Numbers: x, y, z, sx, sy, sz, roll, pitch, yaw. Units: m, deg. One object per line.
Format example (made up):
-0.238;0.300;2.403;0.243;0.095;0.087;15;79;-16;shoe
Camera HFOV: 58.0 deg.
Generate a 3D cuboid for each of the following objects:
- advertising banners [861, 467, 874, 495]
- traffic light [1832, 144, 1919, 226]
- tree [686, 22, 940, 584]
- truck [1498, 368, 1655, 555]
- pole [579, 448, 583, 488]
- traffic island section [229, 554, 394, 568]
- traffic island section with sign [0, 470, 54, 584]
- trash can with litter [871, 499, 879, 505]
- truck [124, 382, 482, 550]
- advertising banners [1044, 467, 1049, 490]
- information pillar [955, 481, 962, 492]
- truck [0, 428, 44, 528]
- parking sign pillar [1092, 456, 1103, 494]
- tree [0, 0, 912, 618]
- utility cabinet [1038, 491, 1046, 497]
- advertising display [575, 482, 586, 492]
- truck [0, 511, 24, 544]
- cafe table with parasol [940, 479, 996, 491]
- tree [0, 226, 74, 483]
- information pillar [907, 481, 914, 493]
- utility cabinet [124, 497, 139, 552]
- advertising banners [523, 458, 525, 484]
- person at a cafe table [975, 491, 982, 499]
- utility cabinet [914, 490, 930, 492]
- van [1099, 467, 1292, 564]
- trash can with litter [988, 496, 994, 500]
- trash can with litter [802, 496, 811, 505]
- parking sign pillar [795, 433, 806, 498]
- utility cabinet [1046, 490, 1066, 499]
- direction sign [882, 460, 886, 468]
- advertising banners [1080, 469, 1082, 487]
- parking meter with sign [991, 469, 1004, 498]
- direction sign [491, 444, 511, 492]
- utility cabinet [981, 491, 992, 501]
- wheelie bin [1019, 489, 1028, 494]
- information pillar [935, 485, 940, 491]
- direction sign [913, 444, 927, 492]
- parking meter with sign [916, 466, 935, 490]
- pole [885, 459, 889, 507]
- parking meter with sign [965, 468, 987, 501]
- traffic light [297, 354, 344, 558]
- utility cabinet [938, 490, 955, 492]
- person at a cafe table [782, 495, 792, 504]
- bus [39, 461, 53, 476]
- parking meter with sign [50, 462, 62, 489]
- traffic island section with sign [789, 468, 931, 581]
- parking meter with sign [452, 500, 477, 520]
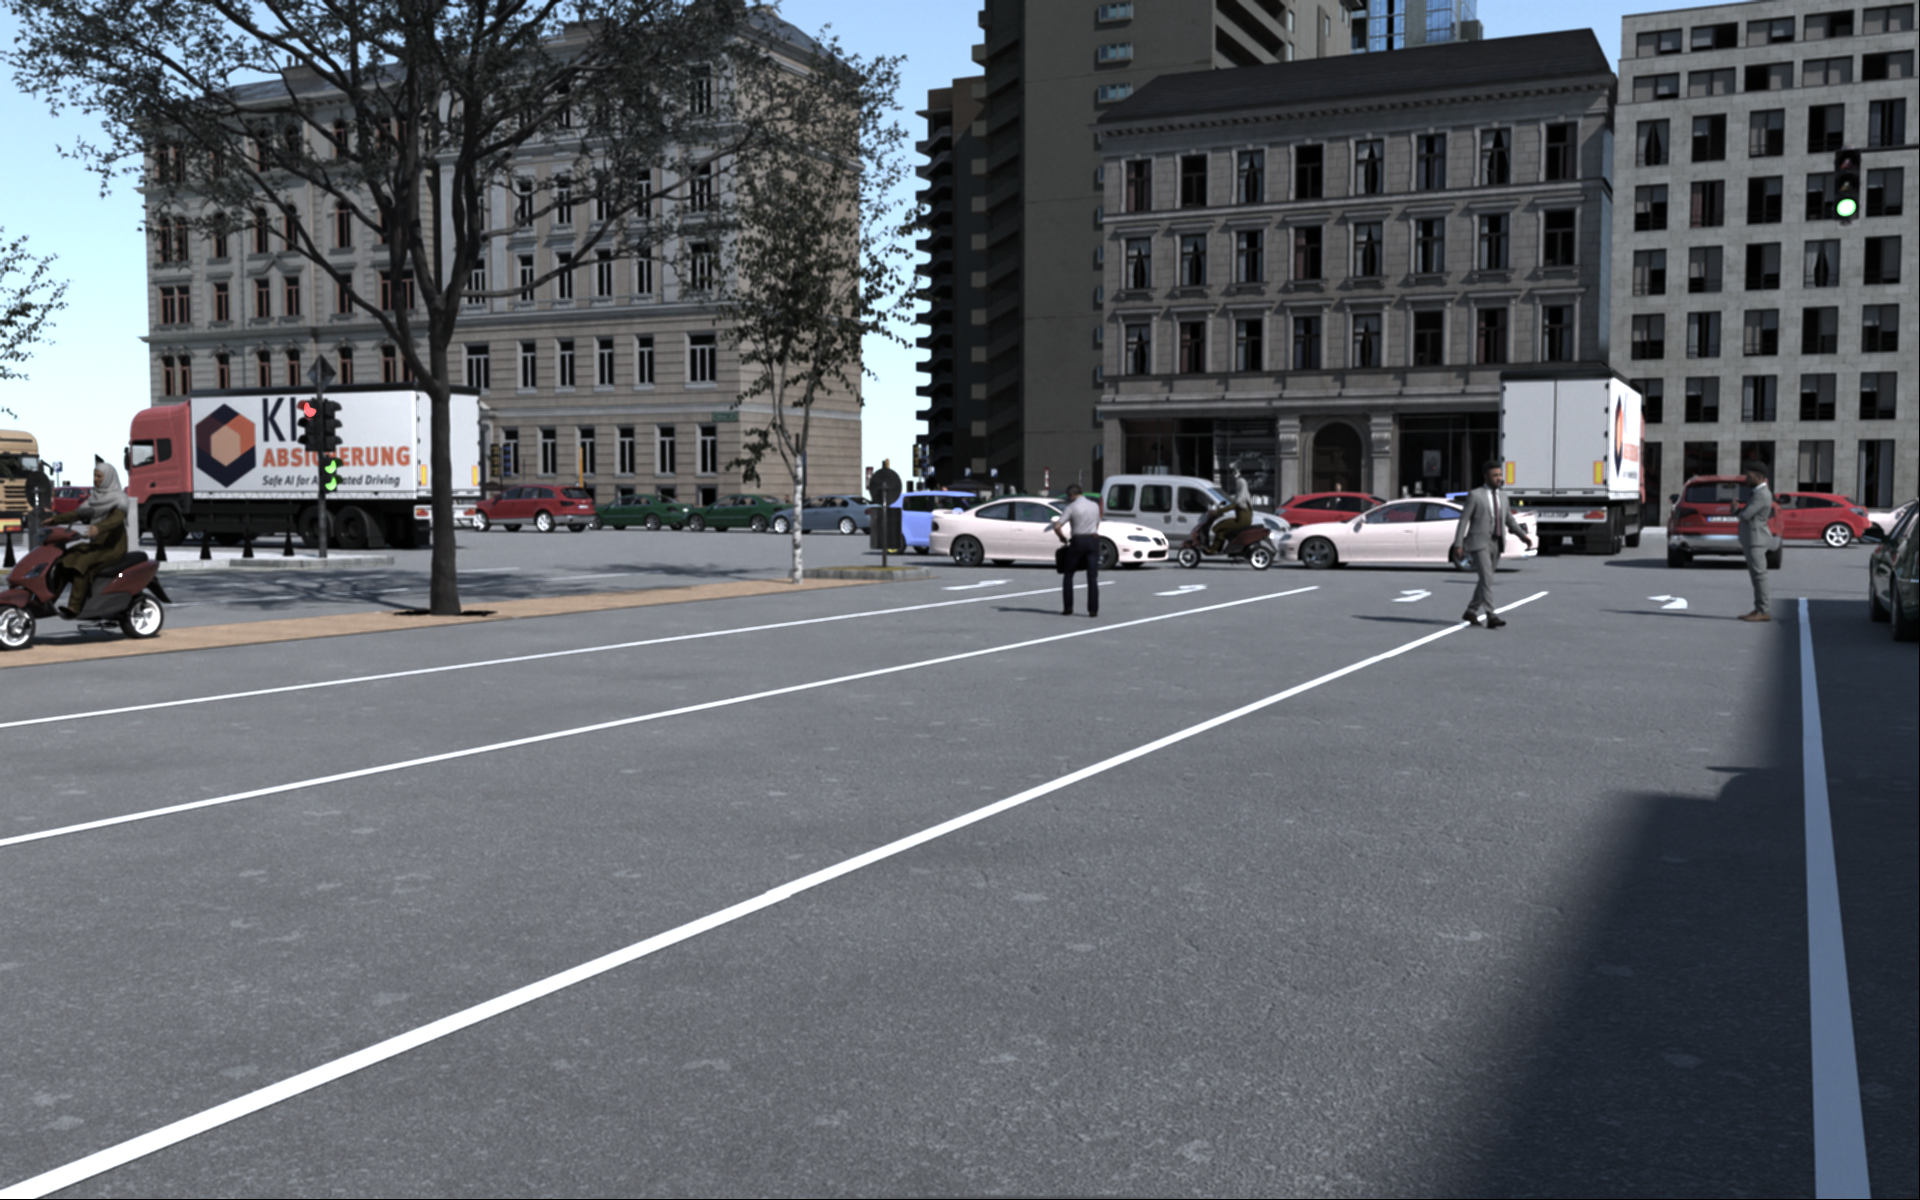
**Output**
-6.532;-7.010;110.803;2.074;3.025;0.090;0;4;8;advertising banners
13.622;-2.888;21.893;4.771;5.953;1.251;2;4;26;traffic light
-2.500;-4.571;27.564;4.360;8.622;3.978;0;3;0;tree
15.766;-3.366;43.950;2.839;4.237;11.283;2;4;26;truck
-16.638;-5.030;76.087;0.158;3.312;0.155;0;3;0;pole
-12.838;-0.771;34.884;2.009;0.180;2.903;2;4;26;traffic island section
-15.644;-1.202;28.277;1.989;1.847;2.006;2;4;26;traffic island section with sign
-4.876;-5.654;103.837;0.624;1.170;1.055;-3;5;-40;trash can with litter
-18.092;-3.531;46.644;11.283;4.237;2.839;2;4;25;truck
6.147;-7.135;112.841;0.090;3.025;2.074;3;5;44;advertising banners
-0.081;-5.617;96.336;0.304;2.012;0.304;2;4;23;information pillar
-38.867;-4.658;65.080;11.283;4.237;2.839;2;4;24;truck
9.382;-7.564;112.143;1.447;3.967;1.447;-1;4;-9;parking sign pillar
-6.112;-6.548;19.890;12.009;13.543;11.850;0;3;0;tree
5.501;-6.256;110.965;0.318;1.500;1.173;3;5;41;utility cabinet
-19.632;-5.166;89.671;0.123;1.923;0.974;-3;5;-41;advertising display
-35.383;-3.770;51.400;18.799;4.110;2.967;2;4;24;truck
0.367;-4.428;77.271;2.610;1.966;2.610;-1;4;-8;cafe table with parasol
-20.362;-5.149;34.544;4.360;8.622;3.978;0;3;0;tree
-2.749;-5.558;95.361;0.304;2.012;0.304;-2;4;-26;information pillar
-17.010;-1.453;34.916;1.020;1.237;0.306;2;4;30;utility cabinet
-21.068;-5.374;84.047;0.090;3.025;2.074;-1;4;-18;advertising banners
1.104;-5.436;97.386;1.698;1.524;1.622;1;4;19;person at a cafe table
-2.191;-5.761;102.872;1.173;1.500;0.318;2;4;29;utility cabinet
5.001;-1.821;36.787;4.112;2.044;2.013;2;4;24;van
2.248;-7.369;131.863;0.624;1.170;1.055;-3;4;-36;trash can with litter
-6.988;-3.935;75.399;2.233;1.210;1.678;2;4;30;trash can with litter
-7.156;-5.453;77.632;1.447;3.967;1.447;0;4;-7;parking sign pillar
5.272;-5.068;91.536;1.173;1.500;0.318;1;4;21;utility cabinet
-4.998;-7.623;116.627;0.379;3.537;0.876;-2;4;-34;direction sign
8.265;-7.698;122.055;0.090;3.025;2.074;-1;4;-14;advertising banners
2.736;-7.571;120.043;0.543;3.016;1.738;2;4;27;parking meter with sign
-20.753;-5.281;78.338;0.876;3.537;0.379;-1;4;-21;direction sign
1.847;-7.656;133.862;1.173;1.500;0.318;0;4;-4;utility cabinet
4.248;-6.510;114.352;0.693;1.594;0.980;0;4;-4;wheelie bin
-1.786;-8.109;137.075;0.304;2.012;0.304;1;4;13;information pillar
-1.822;-5.316;78.917;0.876;3.537;0.379;-3;5;-44;direction sign
-2.385;-6.920;109.395;0.543;3.016;1.738;-3;5;-42;parking meter with sign
-4.170;-6.453;99.347;0.158;3.312;0.155;0;3;0;pole
1.103;-7.357;116.540;0.543;3.016;1.738;3;5;41;parking meter with sign
-12.806;-2.802;34.733;0.839;4.253;0.868;2;4;26;traffic light
-0.683;-5.602;100.266;1.173;1.500;0.318;1;4;10;utility cabinet
-8.746;-4.405;82.889;1.726;1.238;1.698;0;4;-7;person at a cafe table
-50.842;-5.839;87.012;12.252;3.916;2.896;2;4;27;bus
-48.885;-5.896;92.666;0.543;3.016;1.738;1;4;16;parking meter with sign
-1.572;-1.321;29.733;2.006;1.907;1.989;2;4;26;traffic island section with sign
-24.168;-5.442;85.230;1.738;3.016;0.543;-2;4;-34;parking meter with sign
